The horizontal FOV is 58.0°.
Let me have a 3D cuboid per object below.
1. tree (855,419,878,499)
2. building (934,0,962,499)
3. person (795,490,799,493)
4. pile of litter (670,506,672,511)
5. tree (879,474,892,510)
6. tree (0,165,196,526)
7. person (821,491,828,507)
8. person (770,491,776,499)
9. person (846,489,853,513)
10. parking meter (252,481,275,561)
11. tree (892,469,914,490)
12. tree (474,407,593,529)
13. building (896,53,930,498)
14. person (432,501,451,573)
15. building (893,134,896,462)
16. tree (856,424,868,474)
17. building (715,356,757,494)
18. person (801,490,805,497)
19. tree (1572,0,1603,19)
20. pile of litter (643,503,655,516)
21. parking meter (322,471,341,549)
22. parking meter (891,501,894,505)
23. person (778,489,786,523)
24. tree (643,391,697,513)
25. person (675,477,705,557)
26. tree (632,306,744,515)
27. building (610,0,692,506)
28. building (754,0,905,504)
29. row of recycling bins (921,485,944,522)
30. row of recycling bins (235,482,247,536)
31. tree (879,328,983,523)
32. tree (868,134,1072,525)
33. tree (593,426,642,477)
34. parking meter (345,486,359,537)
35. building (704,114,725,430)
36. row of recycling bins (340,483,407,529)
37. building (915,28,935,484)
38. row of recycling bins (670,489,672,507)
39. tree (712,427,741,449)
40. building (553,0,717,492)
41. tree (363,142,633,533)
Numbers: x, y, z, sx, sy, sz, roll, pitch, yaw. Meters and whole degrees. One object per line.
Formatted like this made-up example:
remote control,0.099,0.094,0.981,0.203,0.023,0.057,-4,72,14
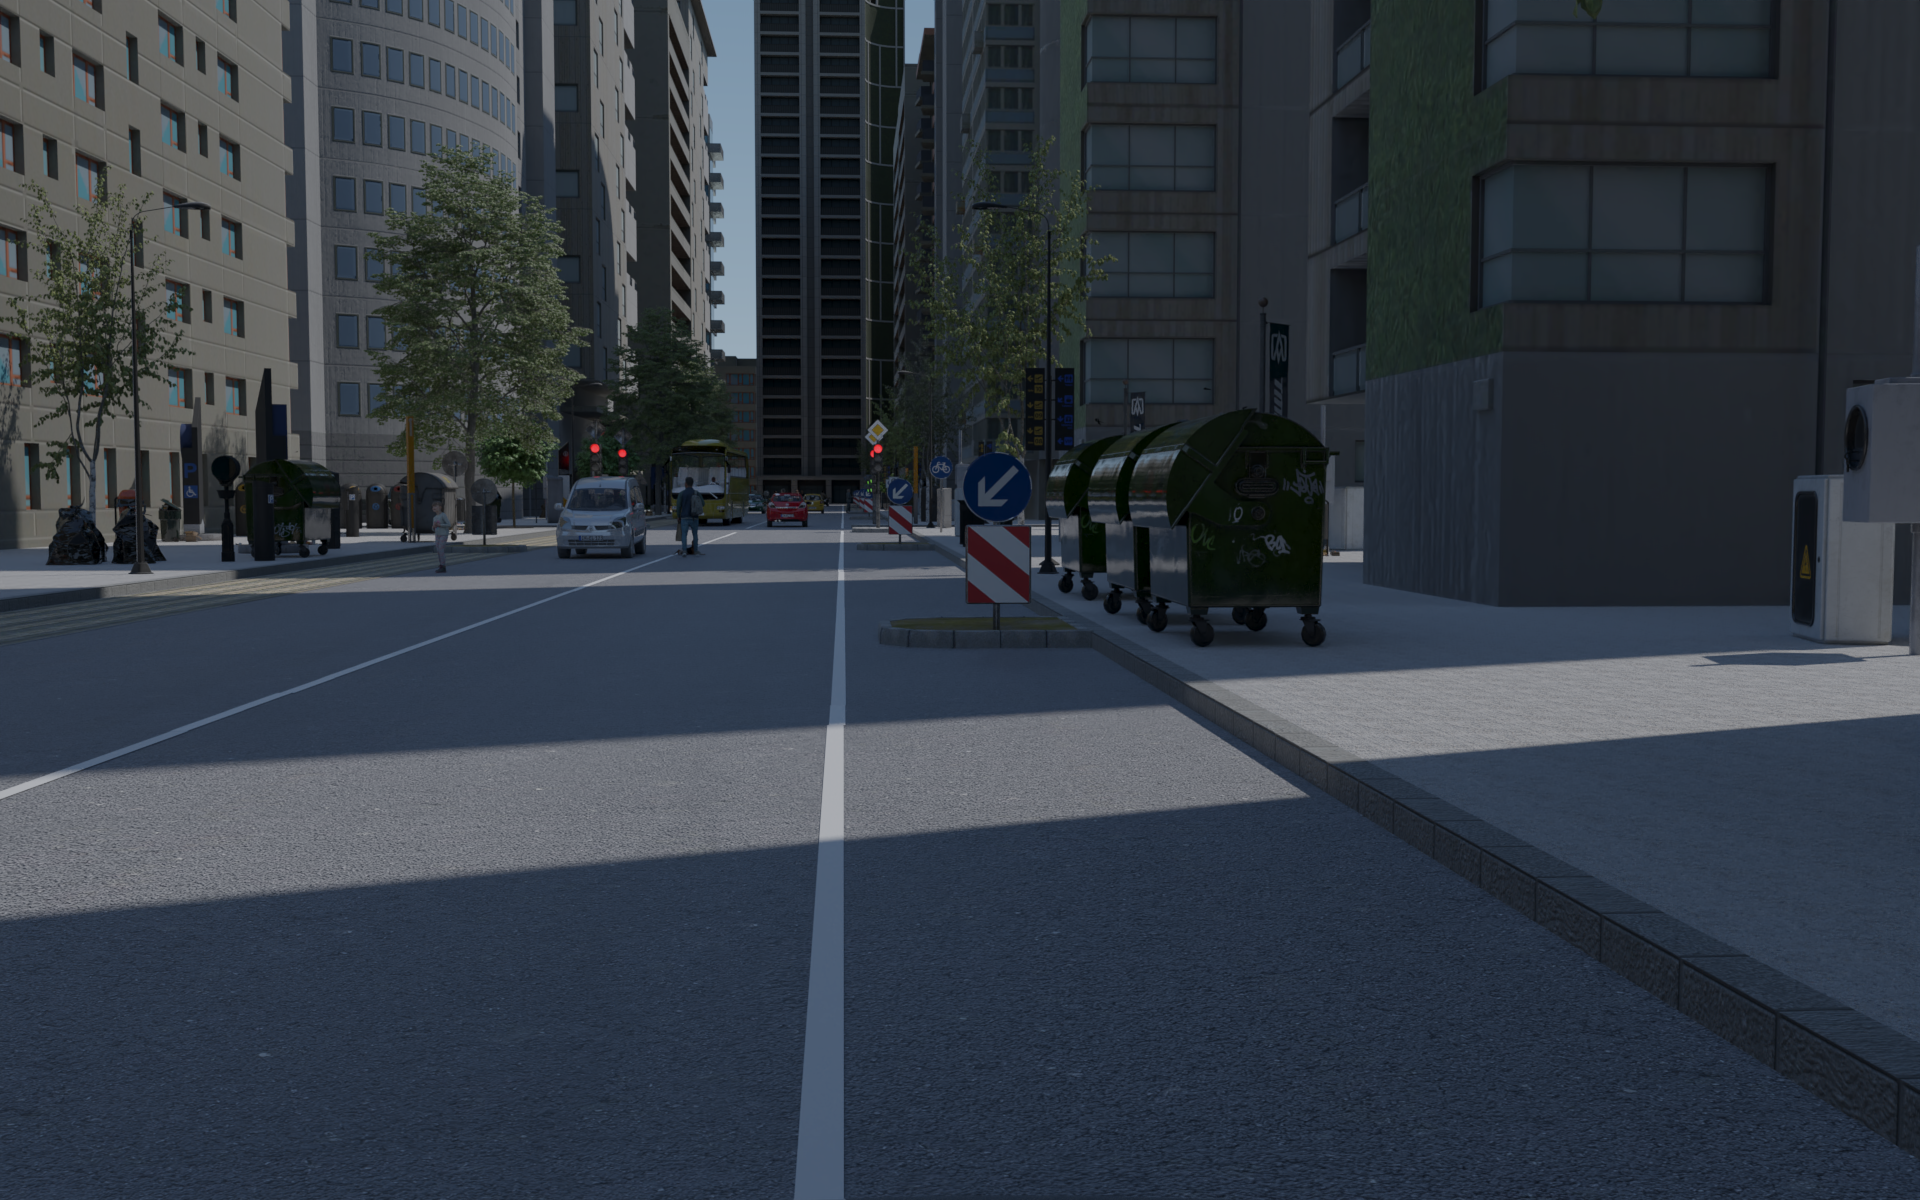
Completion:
tree,-7.406,-12.948,162.065,4.360,8.622,3.978,0,3,0
building,8.678,-35.490,122.265,21.231,58.520,28.212,0,4,-4
person,-13.019,-7.844,137.346,0.643,1.750,0.593,1,4,20
pile of litter,-23.900,-7.907,143.238,1.719,0.858,1.176,0,4,3
tree,-5.328,-9.072,142.925,1.663,3.219,1.824,0,3,0
tree,-19.805,-5.455,39.548,4.737,8.622,4.395,0,3,0
person,-15.006,-11.095,189.910,1.348,1.823,0.705,3,5,40
person,-18.185,-9.782,169.220,0.721,1.735,1.217,2,4,27
person,-8.294,-7.436,130.247,0.590,1.801,0.661,-1,4,-11
parking meter,-13.361,-1.519,33.240,0.372,1.533,0.369,0,3,0
tree,-3.949,-8.496,133.518,1.663,3.219,1.824,0,3,0
tree,-16.681,-4.972,65.001,4.285,4.588,4.351,0,3,0
building,4.299,-34.548,188.556,21.300,48.544,21.600,0,4,-4
person,-9.492,-1.153,31.624,0.425,1.301,0.394,1,4,17
building,2.892,-35.918,210.958,21.300,48.544,21.600,0,4,-4
tree,-2.274,-8.555,90.239,4.737,8.622,4.395,0,3,0
building,-42.901,-24.565,246.682,28.899,21.520,27.650,0,4,-4
person,-15.469,-9.862,169.762,1.348,1.822,0.705,1,4,23
tree,3.173,-3.363,5.350,4.737,8.622,4.395,0,3,0
pile of litter,-18.561,-5.383,101.982,1.176,0.858,1.719,3,4,36
parking meter,-14.709,-2.128,40.496,0.399,1.863,0.255,1,4,9
parking meter,-4.260,-6.565,113.054,0.399,1.863,0.255,-1,4,-21
person,-8.587,-4.582,84.422,0.512,1.701,0.522,-3,5,-41
tree,-19.336,-10.049,114.662,4.737,8.622,4.395,0,3,0
person,-6.192,-1.889,39.365,0.794,1.824,0.713,0,4,6
tree,-17.874,-11.413,104.735,7.486,12.596,7.792,0,3,0
building,-35.975,-32.612,156.904,21.300,48.544,21.600,0,4,-4
building,-17.960,-49.233,243.217,20.611,71.187,20.563,0,4,-4
row of recycling bins,-1.288,-4.558,81.637,1.069,1.692,3.534,0,4,6
row of recycling bins,-20.593,-2.778,52.530,3.534,1.692,1.069,2,4,27
tree,-1.219,-7.786,77.662,4.360,8.622,3.978,0,3,0
tree,0.992,-5.168,34.865,4.737,8.622,4.395,0,3,0
tree,-16.949,-6.081,83.138,4.285,4.588,4.351,0,3,0
parking meter,-18.137,-2.646,51.678,0.372,1.533,0.369,0,3,0
building,-43.682,-35.890,206.403,30.456,49.044,23.786,0,4,-4
row of recycling bins,-21.224,-3.498,64.311,3.534,1.692,1.069,-1,4,-11
building,7.072,-31.131,163.614,22.147,44.769,28.867,0,4,-4
row of recycling bins,-21.898,-8.067,139.014,3.534,1.692,1.069,-2,4,-24
tree,-22.066,-12.703,158.057,4.737,8.622,4.395,0,3,0
building,-40.504,-36.195,181.029,28.713,52.752,27.495,0,4,-4
tree,-15.698,-8.468,56.574,7.486,12.596,7.792,0,3,0
